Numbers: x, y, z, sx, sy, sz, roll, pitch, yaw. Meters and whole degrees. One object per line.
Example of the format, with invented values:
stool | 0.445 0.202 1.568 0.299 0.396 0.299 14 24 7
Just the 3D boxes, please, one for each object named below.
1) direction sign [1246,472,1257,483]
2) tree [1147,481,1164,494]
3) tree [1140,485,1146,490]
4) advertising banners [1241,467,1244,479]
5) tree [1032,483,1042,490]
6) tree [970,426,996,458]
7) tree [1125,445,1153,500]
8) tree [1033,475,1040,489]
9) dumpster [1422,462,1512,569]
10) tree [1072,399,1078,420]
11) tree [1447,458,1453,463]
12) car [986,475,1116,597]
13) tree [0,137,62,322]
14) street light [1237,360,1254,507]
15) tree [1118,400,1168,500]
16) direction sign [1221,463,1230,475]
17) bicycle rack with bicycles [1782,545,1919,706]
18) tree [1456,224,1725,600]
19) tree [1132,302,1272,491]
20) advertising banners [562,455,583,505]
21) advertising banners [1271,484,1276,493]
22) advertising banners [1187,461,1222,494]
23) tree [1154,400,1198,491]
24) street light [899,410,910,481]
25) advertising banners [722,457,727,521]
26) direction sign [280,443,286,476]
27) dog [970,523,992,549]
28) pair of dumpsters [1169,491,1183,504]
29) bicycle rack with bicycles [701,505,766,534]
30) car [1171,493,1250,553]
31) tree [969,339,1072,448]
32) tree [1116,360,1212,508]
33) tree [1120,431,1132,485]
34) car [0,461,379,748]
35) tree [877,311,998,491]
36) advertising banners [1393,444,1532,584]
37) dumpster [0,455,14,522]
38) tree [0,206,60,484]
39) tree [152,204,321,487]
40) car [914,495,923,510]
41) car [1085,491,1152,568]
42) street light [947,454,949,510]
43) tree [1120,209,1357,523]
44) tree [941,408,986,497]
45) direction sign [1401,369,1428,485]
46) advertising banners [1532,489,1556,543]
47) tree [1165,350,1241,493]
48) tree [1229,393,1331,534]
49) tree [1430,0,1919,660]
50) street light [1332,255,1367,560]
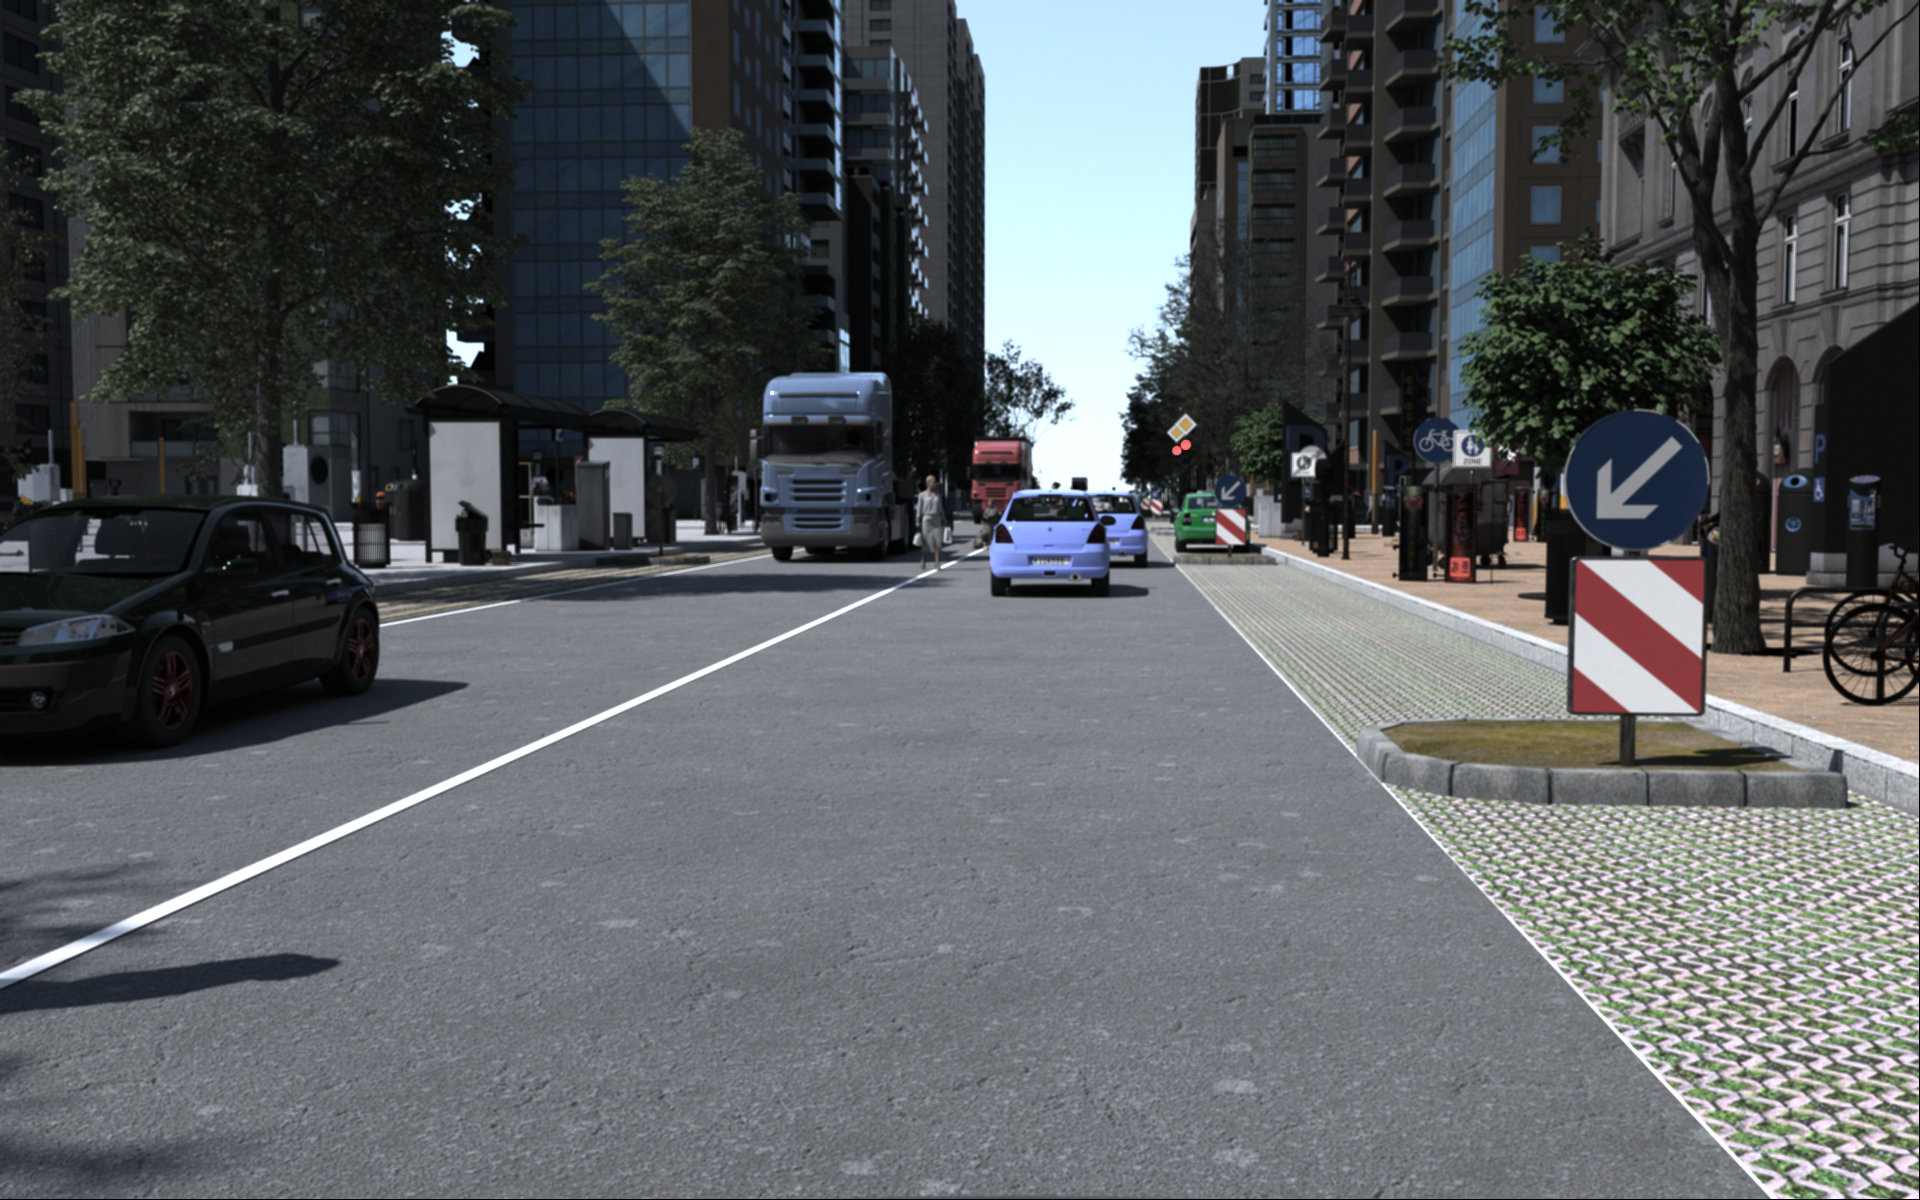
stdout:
direction sign | 21.216 -8.208 126.204 0.876 3.537 0.379 2 4 25
tree | 22.039 -11.983 190.521 1.663 3.219 1.824 0 3 0
tree | 29.021 -16.953 271.774 1.663 3.219 1.824 0 3 0
advertising banners | 17.929 -7.042 111.321 0.090 3.025 2.074 2 4 28
tree | 13.357 -18.398 295.415 1.663 3.219 1.824 0 3 0
tree | 2.850 -13.933 178.173 4.360 8.622 3.978 0 3 0
tree | 31.040 -21.795 290.759 7.601 10.594 8.767 3 5 41
tree | 10.376 -16.916 260.289 4.285 4.588 4.351 0 3 0
dumpster | 8.841 -1.496 30.218 1.264 1.857 1.865 0 4 5
tree | 10.316 -23.400 238.471 12.611 20.169 13.585 0 3 0
tree | 21.009 -4.842 73.773 1.663 3.219 1.824 0 3 0
car | 1.338 -0.976 25.555 1.945 1.707 3.694 0 4 3
tree | -18.561 -4.939 31.116 4.737 8.622 4.395 0 3 0
street light | 9.821 -5.312 59.647 0.468 5.910 1.993 0 4 5
tree | 23.859 -17.835 208.607 9.611 12.733 9.660 0 3 0
direction sign | 19.068 -8.099 124.417 0.379 3.537 0.876 -3 5 -40
bicycle rack with bicycles | 6.843 0.127 11.311 2.925 0.926 2.852 1 4 9
tree | 7.592 -2.289 21.135 4.285 4.588 4.351 0 3 0
tree | 14.753 -11.268 102.359 7.486 12.596 7.792 0 3 0
advertising banners | -17.970 -5.061 78.935 2.074 3.025 0.090 2 4 27
advertising banners | 17.007 -6.066 95.371 0.090 3.025 2.074 3 5 43
advertising banners | 13.043 -5.893 92.535 2.074 3.025 0.090 -1 4 -19
tree | 16.784 -11.116 132.115 4.737 8.622 4.395 0 3 0
street light | -3.062 -7.517 95.688 0.468 5.910 1.993 0 4 5
advertising banners | -10.954 -5.175 80.801 0.090 3.025 2.074 0 4 -2
direction sign | -30.187 -5.172 76.556 0.876 3.537 0.379 -3 5 -43
dog | 0.506 -1.730 45.128 0.800 0.831 0.513 1 4 19
pair of dumpsters | 17.870 -8.486 141.234 1.574 2.255 4.437 0 4 5
bicycle rack with bicycles | -7.205 -2.632 56.414 2.852 0.926 2.925 0 4 0
car | 6.290 -2.117 43.405 1.959 1.807 4.718 0 4 6
tree | 6.622 -21.596 208.975 12.611 20.169 13.585 0 3 0
tree | 19.029 -15.311 156.989 9.857 13.997 8.962 0 3 0
tree | 27.266 -20.875 259.424 7.486 12.596 7.792 0 3 0
car | -5.208 -0.078 11.063 2.009 1.686 4.222 0 4 4
tree | -2.139 -11.734 108.860 9.611 12.733 9.660 0 3 0
advertising banners | 7.181 -1.755 24.878 2.074 3.025 0.090 3 5 44
dumpster | -10.969 -0.930 17.706 1.502 2.255 1.985 0 4 5
tree | -23.615 -5.573 41.483 4.360 8.622 3.978 0 3 0
tree | -17.587 -5.631 42.430 4.360 8.622 3.978 0 3 0
car | -2.043 -4.267 81.761 2.014 1.417 4.499 0 4 5
car | 2.924 -1.554 35.006 1.945 1.707 3.694 0 4 5
street light | -0.841 -9.086 121.347 0.468 5.910 1.993 0 4 5
tree | 11.991 -10.109 75.646 12.009 13.543 11.850 0 3 0
tree | -0.157 -10.970 129.720 4.737 8.622 4.395 0 3 0
direction sign | 8.304 -2.430 31.729 0.379 3.537 0.876 3 5 44
advertising banners | 15.042 -3.064 46.279 0.090 3.025 2.074 -2 4 -32
tree | 12.227 -8.252 85.282 4.360 8.622 3.978 0 3 0
tree | 10.416 -4.441 56.325 4.285 4.588 4.351 0 3 0
tree | 6.135 -5.382 13.746 9.928 11.665 9.643 0 3 0
street light | 7.556 -3.728 33.734 0.468 5.910 1.993 0 4 5
